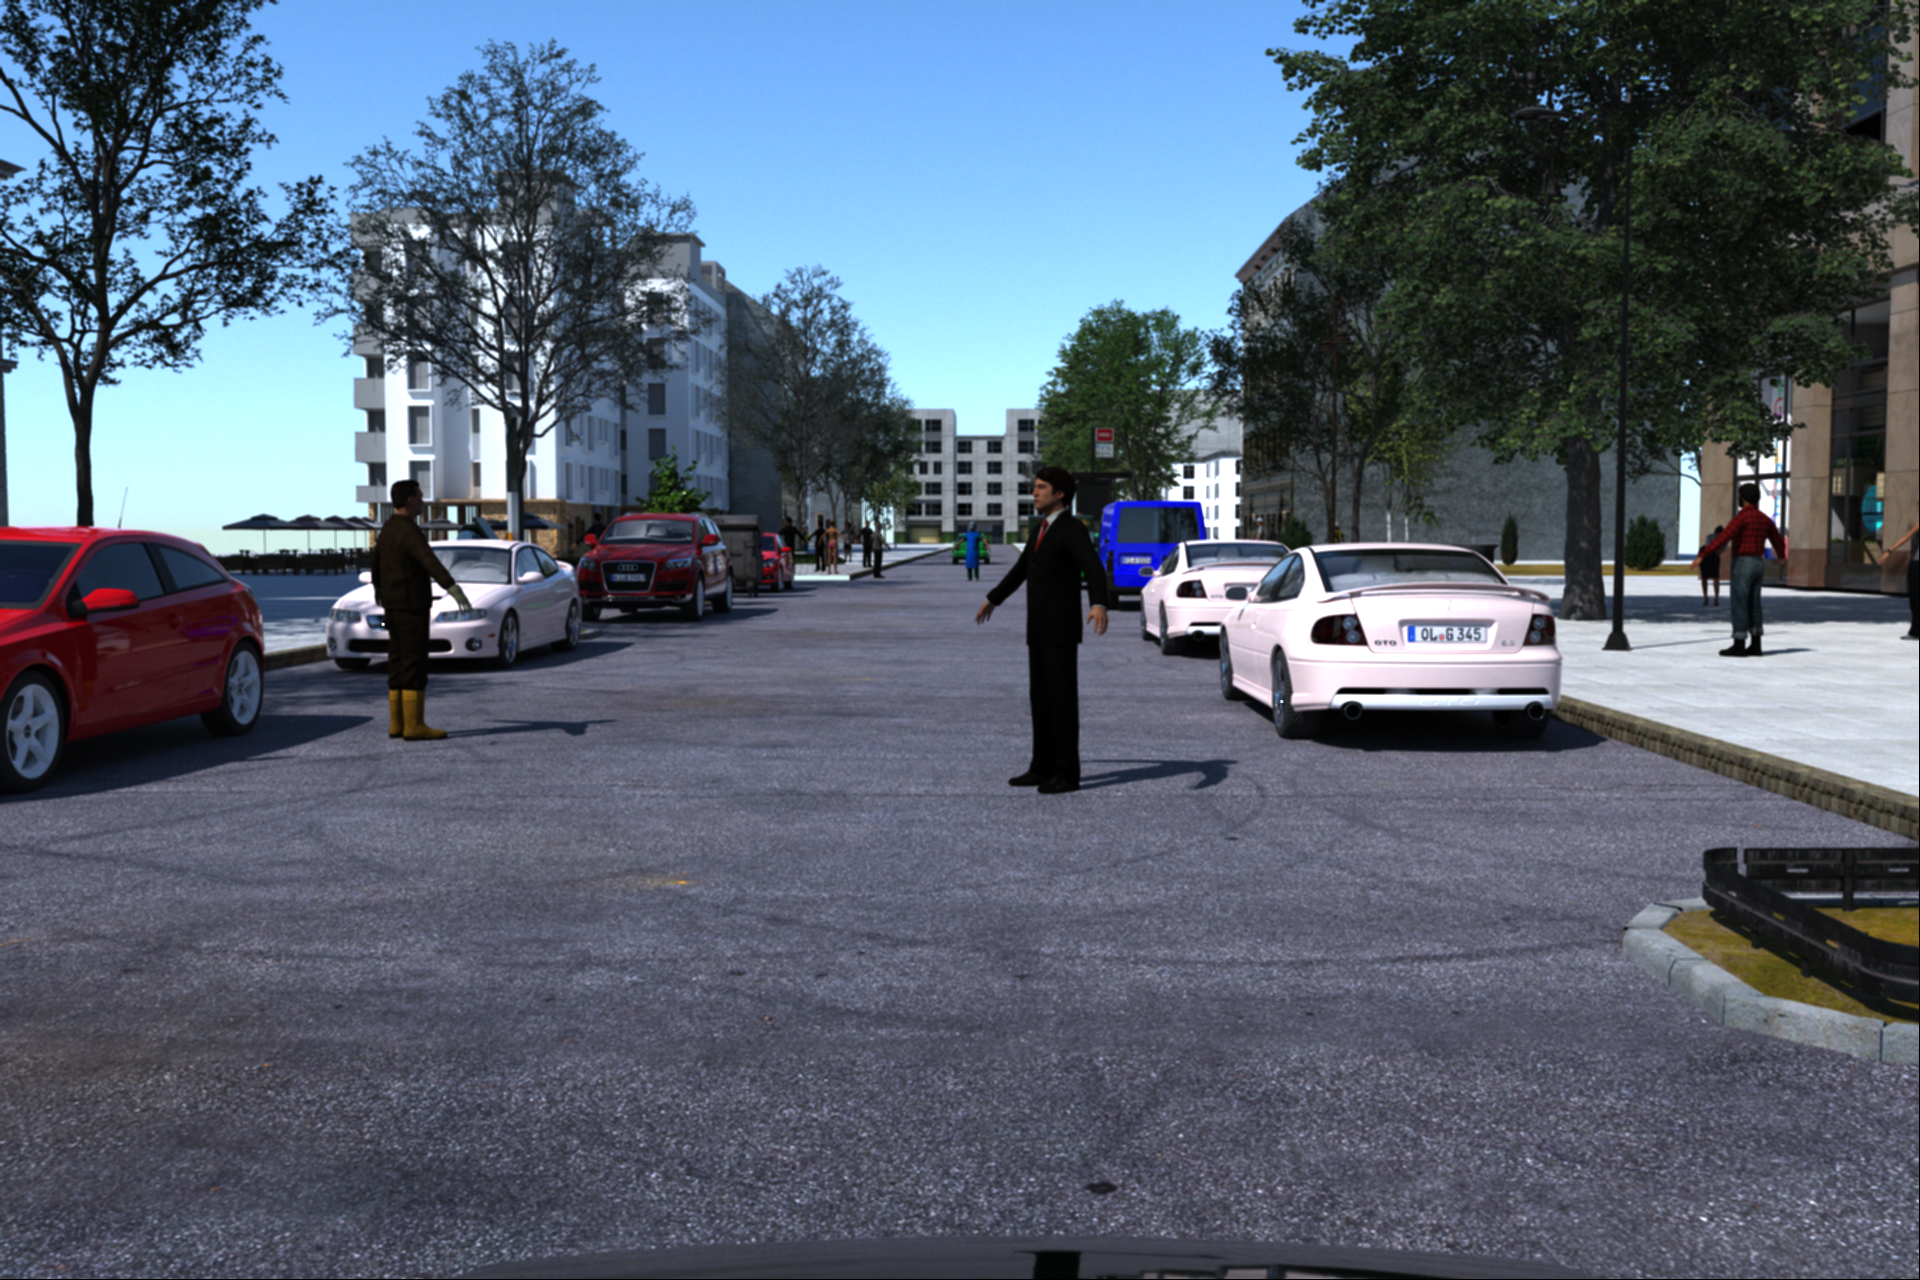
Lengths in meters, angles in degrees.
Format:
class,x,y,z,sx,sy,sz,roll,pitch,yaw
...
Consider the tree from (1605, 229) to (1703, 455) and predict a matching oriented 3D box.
class,x,y,z,sx,sy,sz,roll,pitch,yaw
tree,23.852,-7.850,54.101,9.928,11.665,9.643,0,3,0

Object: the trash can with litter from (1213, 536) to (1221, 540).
class,x,y,z,sx,sy,sz,roll,pitch,yaw
trash can with litter,7.577,-2.479,51.595,1.678,1.210,2.233,0,4,1

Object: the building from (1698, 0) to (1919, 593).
class,x,y,z,sx,sy,sz,roll,pitch,yaw
building,29.599,-15.887,25.981,22.709,31.103,35.509,0,4,1

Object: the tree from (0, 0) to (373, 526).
class,x,y,z,sx,sy,sz,roll,pitch,yaw
tree,-11.541,-5.364,22.107,8.767,10.594,7.601,1,4,13

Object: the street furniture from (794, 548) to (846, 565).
class,x,y,z,sx,sy,sz,roll,pitch,yaw
street furniture,-9.879,-3.499,72.834,10.072,0.657,5.734,-2,4,-25

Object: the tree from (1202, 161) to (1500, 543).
class,x,y,z,sx,sy,sz,roll,pitch,yaw
tree,9.733,-6.648,43.102,8.767,10.594,7.601,2,4,29

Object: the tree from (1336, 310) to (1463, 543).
class,x,y,z,sx,sy,sz,roll,pitch,yaw
tree,13.909,-6.409,55.147,4.737,8.622,4.395,0,3,0

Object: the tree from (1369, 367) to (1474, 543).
class,x,y,z,sx,sy,sz,roll,pitch,yaw
tree,18.728,-7.494,72.888,4.360,8.622,3.978,0,3,0

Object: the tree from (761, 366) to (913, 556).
class,x,y,z,sx,sy,sz,roll,pitch,yaw
tree,-6.725,-9.780,94.318,8.767,10.594,7.601,0,4,-3

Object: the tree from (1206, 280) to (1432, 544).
class,x,y,z,sx,sy,sz,roll,pitch,yaw
tree,13.504,-7.880,63.255,8.767,10.594,7.601,-1,4,-18

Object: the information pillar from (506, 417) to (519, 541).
class,x,y,z,sx,sy,sz,roll,pitch,yaw
information pillar,-8.867,-2.631,34.373,0.183,3.616,0.504,0,4,2

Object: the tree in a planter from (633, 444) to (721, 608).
class,x,y,z,sx,sy,sz,roll,pitch,yaw
tree in a planter,-5.735,-2.275,34.422,1.991,3.239,1.994,0,4,1

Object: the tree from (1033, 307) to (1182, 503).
class,x,y,z,sx,sy,sz,roll,pitch,yaw
tree,7.313,-10.337,87.133,7.486,12.596,7.792,0,3,0

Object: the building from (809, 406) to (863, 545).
class,x,y,z,sx,sy,sz,roll,pitch,yaw
building,-22.249,-23.648,217.571,19.493,23.208,18.063,0,4,1

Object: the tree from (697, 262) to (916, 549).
class,x,y,z,sx,sy,sz,roll,pitch,yaw
tree,-7.239,-10.259,78.097,12.009,13.543,11.850,0,3,0

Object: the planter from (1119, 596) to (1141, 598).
class,x,y,z,sx,sy,sz,roll,pitch,yaw
planter,4.045,-1.136,39.715,1.991,0.319,1.994,0,4,1

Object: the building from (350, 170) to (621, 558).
class,x,y,z,sx,sy,sz,roll,pitch,yaw
building,-25.768,-14.377,91.488,16.016,20.090,11.380,0,4,2

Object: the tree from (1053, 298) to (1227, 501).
class,x,y,z,sx,sy,sz,roll,pitch,yaw
tree,7.931,-9.175,75.762,9.928,11.665,9.643,0,3,0

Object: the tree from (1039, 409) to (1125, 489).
class,x,y,z,sx,sy,sz,roll,pitch,yaw
tree,8.603,-11.312,119.358,7.601,10.594,8.767,-3,5,-39

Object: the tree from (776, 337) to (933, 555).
class,x,y,z,sx,sy,sz,roll,pitch,yaw
tree,-6.935,-12.010,106.728,12.009,13.543,11.850,0,3,0

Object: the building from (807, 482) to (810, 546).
class,x,y,z,sx,sy,sz,roll,pitch,yaw
building,-20.089,-14.574,180.434,9.099,9.664,28.070,0,4,1

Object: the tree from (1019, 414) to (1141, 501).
class,x,y,z,sx,sy,sz,roll,pitch,yaw
tree,9.844,-14.095,140.816,12.009,13.543,11.850,0,3,0

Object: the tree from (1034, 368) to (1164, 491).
class,x,y,z,sx,sy,sz,roll,pitch,yaw
tree,8.456,-10.921,104.317,9.928,11.665,9.643,0,3,0

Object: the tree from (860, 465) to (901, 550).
class,x,y,z,sx,sy,sz,roll,pitch,yaw
tree,-6.409,-11.808,143.427,4.737,8.622,4.395,0,3,0

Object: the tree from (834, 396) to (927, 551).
class,x,y,z,sx,sy,sz,roll,pitch,yaw
tree,-6.307,-12.564,131.170,9.928,11.665,9.643,0,3,0

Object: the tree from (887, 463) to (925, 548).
class,x,y,z,sx,sy,sz,roll,pitch,yaw
tree,-5.555,-12.477,154.365,4.737,8.622,4.395,0,3,0

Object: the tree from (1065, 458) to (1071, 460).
class,x,y,z,sx,sy,sz,roll,pitch,yaw
tree,8.992,-10.902,128.613,4.737,8.622,4.395,0,3,0

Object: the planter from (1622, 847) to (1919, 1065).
class,x,y,z,sx,sy,sz,roll,pitch,yaw
planter,3.239,0.957,5.487,1.991,0.319,1.994,0,4,2

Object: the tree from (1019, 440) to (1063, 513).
class,x,y,z,sx,sy,sz,roll,pitch,yaw
tree,9.862,-13.679,158.069,8.767,10.594,7.601,-3,4,-38

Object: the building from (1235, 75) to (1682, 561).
class,x,y,z,sx,sy,sz,roll,pitch,yaw
building,25.509,-15.960,91.872,19.493,23.208,18.063,0,4,1

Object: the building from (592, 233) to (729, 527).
class,x,y,z,sx,sy,sz,roll,pitch,yaw
building,-21.722,-15.524,110.244,16.016,20.090,11.380,0,4,1

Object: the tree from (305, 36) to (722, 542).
class,x,y,z,sx,sy,sz,roll,pitch,yaw
tree,-10.920,-8.103,42.851,12.009,13.543,11.850,0,3,0

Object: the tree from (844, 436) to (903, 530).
class,x,y,z,sx,sy,sz,roll,pitch,yaw
tree,-6.318,-10.433,120.948,4.737,8.622,4.395,0,3,0

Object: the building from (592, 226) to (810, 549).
class,x,y,z,sx,sy,sz,roll,pitch,yaw
building,-22.037,-18.485,133.161,19.493,23.208,18.063,0,4,1

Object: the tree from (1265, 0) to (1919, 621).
class,x,y,z,sx,sy,sz,roll,pitch,yaw
tree,9.388,-7.266,25.448,9.857,13.997,8.962,0,3,0

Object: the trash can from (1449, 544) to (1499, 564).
class,x,y,z,sx,sy,sz,roll,pitch,yaw
trash can,6.932,-0.727,23.547,0.748,1.137,0.748,0,3,0

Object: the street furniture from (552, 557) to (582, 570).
class,x,y,z,sx,sy,sz,roll,pitch,yaw
street furniture,-11.792,-2.793,61.295,10.072,0.657,5.734,-2,4,-26

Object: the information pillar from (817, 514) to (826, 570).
class,x,y,z,sx,sy,sz,roll,pitch,yaw
information pillar,-5.006,-3.545,62.451,0.304,2.012,0.304,0,4,1

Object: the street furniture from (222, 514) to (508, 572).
class,x,y,z,sx,sy,sz,roll,pitch,yaw
street furniture,-26.797,-4.095,71.988,14.083,1.986,27.439,0,4,8

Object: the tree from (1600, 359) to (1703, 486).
class,x,y,z,sx,sy,sz,roll,pitch,yaw
tree,28.996,-8.129,67.315,8.767,10.594,7.601,-2,4,-26

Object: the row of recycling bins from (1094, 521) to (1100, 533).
class,x,y,z,sx,sy,sz,roll,pitch,yaw
row of recycling bins,4.395,-2.936,55.118,1.069,1.692,3.534,0,4,0

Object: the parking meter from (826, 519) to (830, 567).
class,x,y,z,sx,sy,sz,roll,pitch,yaw
parking meter,-5.285,-3.791,67.700,0.399,1.863,0.255,0,4,2

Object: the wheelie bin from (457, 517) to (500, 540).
class,x,y,z,sx,sy,sz,roll,pitch,yaw
wheelie bin,-9.020,-1.503,32.484,0.693,1.594,0.980,0,4,2
